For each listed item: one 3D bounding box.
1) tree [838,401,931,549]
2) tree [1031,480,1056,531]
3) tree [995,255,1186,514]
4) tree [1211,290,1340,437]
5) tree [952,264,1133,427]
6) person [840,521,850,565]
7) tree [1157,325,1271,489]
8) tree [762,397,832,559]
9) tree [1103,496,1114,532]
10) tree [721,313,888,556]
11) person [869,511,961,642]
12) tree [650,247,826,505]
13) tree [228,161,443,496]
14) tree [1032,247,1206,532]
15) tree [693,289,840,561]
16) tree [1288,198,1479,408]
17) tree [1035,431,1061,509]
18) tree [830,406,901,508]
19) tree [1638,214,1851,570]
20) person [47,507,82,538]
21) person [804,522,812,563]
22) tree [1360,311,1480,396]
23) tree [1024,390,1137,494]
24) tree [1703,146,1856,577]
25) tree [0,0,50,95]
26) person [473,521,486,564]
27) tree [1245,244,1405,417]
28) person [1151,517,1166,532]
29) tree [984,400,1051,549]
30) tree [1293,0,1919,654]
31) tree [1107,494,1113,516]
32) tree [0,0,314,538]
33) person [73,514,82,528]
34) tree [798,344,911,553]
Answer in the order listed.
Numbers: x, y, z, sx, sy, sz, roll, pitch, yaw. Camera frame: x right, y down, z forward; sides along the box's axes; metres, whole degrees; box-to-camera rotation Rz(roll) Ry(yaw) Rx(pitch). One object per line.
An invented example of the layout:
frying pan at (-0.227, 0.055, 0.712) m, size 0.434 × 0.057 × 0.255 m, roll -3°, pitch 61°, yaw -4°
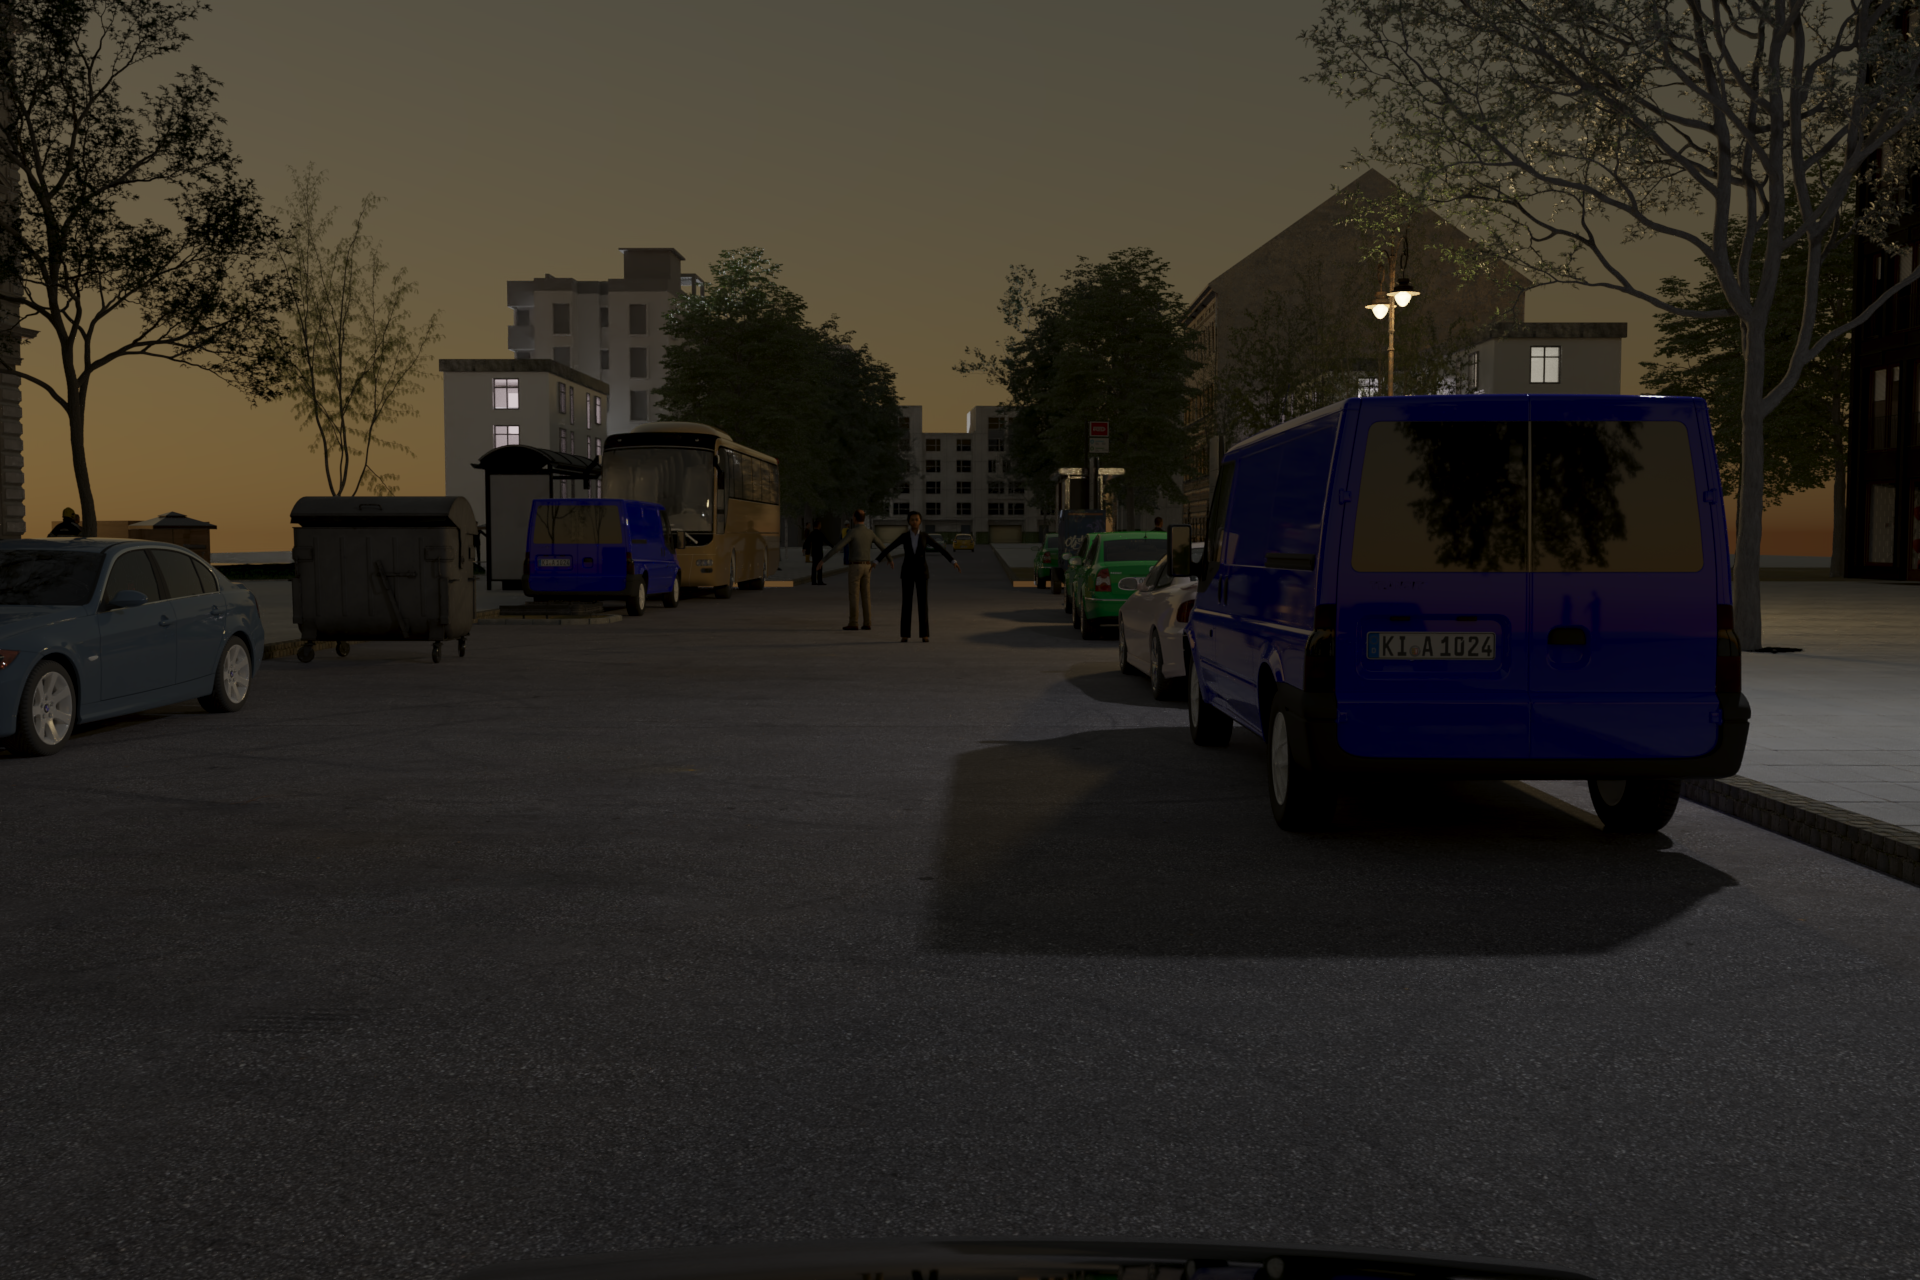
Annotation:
tree at (-7.661, -14.622, 149.435) m, size 12.009 × 13.543 × 11.850 m, roll 0°, pitch 3°, yaw 0°
tree at (7.917, -11.378, 136.387) m, size 4.360 × 8.622 × 3.978 m, roll 0°, pitch 3°, yaw 0°
tree at (6.288, -10.661, 80.968) m, size 9.857 × 13.997 × 8.962 m, roll 0°, pitch 3°, yaw 0°
tree at (9.803, -6.293, 53.253) m, size 4.737 × 8.622 × 4.395 m, roll 0°, pitch 3°, yaw 0°
tree at (6.247, -16.305, 122.480) m, size 12.611 × 20.169 × 13.585 m, roll 0°, pitch 3°, yaw 0°
person at (-4.603, -3.975, 70.966) m, size 0.705 × 1.833 × 1.349 m, roll -2°, pitch 4°, yaw -34°
tree at (9.193, -6.746, 60.660) m, size 4.360 × 8.622 × 3.978 m, roll 0°, pitch 3°, yaw 0°
tree at (-9.263, -8.529, 89.809) m, size 4.360 × 8.622 × 3.978 m, roll 0°, pitch 3°, yaw 0°
tree at (20.877, -17.608, 238.252) m, size 4.737 × 8.622 × 4.395 m, roll 0°, pitch 3°, yaw 0°
tree at (-8.883, -11.809, 99.735) m, size 9.857 × 13.997 × 8.962 m, roll 0°, pitch 3°, yaw 0°
person at (-0.597, -0.837, 22.870) m, size 1.216 × 1.740 × 0.721 m, roll 0°, pitch 4°, yaw -1°
tree at (-8.877, -9.212, 68.749) m, size 7.486 × 12.596 × 7.792 m, roll 0°, pitch 3°, yaw 0°
tree at (-12.595, -5.174, 34.959) m, size 4.360 × 8.622 × 3.978 m, roll 0°, pitch 3°, yaw 0°
tree at (6.494, -9.233, 69.092) m, size 7.486 × 12.596 × 7.792 m, roll 0°, pitch 3°, yaw 0°
tree at (-8.919, -9.941, 80.664) m, size 7.486 × 12.596 × 7.792 m, roll 0°, pitch 3°, yaw 0°
tree at (8.916, -5.264, 36.428) m, size 4.360 × 8.622 × 3.978 m, roll 0°, pitch 3°, yaw 0°
tree at (6.710, -9.774, 110.170) m, size 4.360 × 8.622 × 3.978 m, roll 0°, pitch 3°, yaw 0°
tree at (-8.269, -12.856, 135.953) m, size 9.928 × 11.665 × 9.643 m, roll 0°, pitch 3°, yaw 0°
tree at (28.191, -8.806, 62.100) m, size 7.486 × 12.596 × 7.792 m, roll 0°, pitch 3°, yaw 0°
person at (-19.098, -1.921, 37.179) m, size 1.351 × 1.858 × 0.704 m, roll 0°, pitch 4°, yaw 6°
person at (-6.761, -4.359, 77.408) m, size 0.704 × 1.812 × 1.346 m, roll 1°, pitch 4°, yaw 9°
tree at (15.072, -6.490, 56.477) m, size 4.737 × 8.622 × 4.395 m, roll 0°, pitch 3°, yaw 0°
tree at (7.123, -10.132, 100.063) m, size 7.601 × 10.594 × 8.767 m, roll -3°, pitch 4°, yaw -39°
tree at (25.833, -8.151, 51.393) m, size 7.486 × 12.596 × 7.792 m, roll 0°, pitch 3°, yaw 0°
tree at (-12.512, -6.333, 13.908) m, size 12.009 × 13.543 × 11.850 m, roll 0°, pitch 3°, yaw 0°
person at (-20.102, -4.033, 71.871) m, size 1.347 × 1.837 × 0.705 m, roll 0°, pitch 4°, yaw -4°
tree at (9.081, -5.783, 44.910) m, size 4.360 × 8.622 × 3.978 m, roll 0°, pitch 3°, yaw 0°
person at (4.291, -1.752, 37.325) m, size 1.346 × 1.802 × 0.704 m, roll 3°, pitch 5°, yaw 43°
tree at (7.470, -14.812, 152.545) m, size 12.009 × 13.543 × 11.850 m, roll 0°, pitch 3°, yaw 0°
tree at (8.785, -6.627, 18.720) m, size 12.009 × 13.543 × 11.850 m, roll 0°, pitch 3°, yaw 0°
tree at (23.066, -17.977, 244.281) m, size 4.360 × 8.622 × 3.978 m, roll 0°, pitch 3°, yaw 0°
tree at (-13.168, -5.567, 25.429) m, size 7.601 × 10.594 × 8.767 m, roll -1°, pitch 4°, yaw -9°
person at (-23.155, -2.401, 45.436) m, size 1.348 × 1.807 × 0.705 m, roll 1°, pitch 4°, yaw 18°
tree at (-7.715, -12.841, 116.610) m, size 9.857 × 13.997 × 8.962 m, roll 0°, pitch 3°, yaw 0°
